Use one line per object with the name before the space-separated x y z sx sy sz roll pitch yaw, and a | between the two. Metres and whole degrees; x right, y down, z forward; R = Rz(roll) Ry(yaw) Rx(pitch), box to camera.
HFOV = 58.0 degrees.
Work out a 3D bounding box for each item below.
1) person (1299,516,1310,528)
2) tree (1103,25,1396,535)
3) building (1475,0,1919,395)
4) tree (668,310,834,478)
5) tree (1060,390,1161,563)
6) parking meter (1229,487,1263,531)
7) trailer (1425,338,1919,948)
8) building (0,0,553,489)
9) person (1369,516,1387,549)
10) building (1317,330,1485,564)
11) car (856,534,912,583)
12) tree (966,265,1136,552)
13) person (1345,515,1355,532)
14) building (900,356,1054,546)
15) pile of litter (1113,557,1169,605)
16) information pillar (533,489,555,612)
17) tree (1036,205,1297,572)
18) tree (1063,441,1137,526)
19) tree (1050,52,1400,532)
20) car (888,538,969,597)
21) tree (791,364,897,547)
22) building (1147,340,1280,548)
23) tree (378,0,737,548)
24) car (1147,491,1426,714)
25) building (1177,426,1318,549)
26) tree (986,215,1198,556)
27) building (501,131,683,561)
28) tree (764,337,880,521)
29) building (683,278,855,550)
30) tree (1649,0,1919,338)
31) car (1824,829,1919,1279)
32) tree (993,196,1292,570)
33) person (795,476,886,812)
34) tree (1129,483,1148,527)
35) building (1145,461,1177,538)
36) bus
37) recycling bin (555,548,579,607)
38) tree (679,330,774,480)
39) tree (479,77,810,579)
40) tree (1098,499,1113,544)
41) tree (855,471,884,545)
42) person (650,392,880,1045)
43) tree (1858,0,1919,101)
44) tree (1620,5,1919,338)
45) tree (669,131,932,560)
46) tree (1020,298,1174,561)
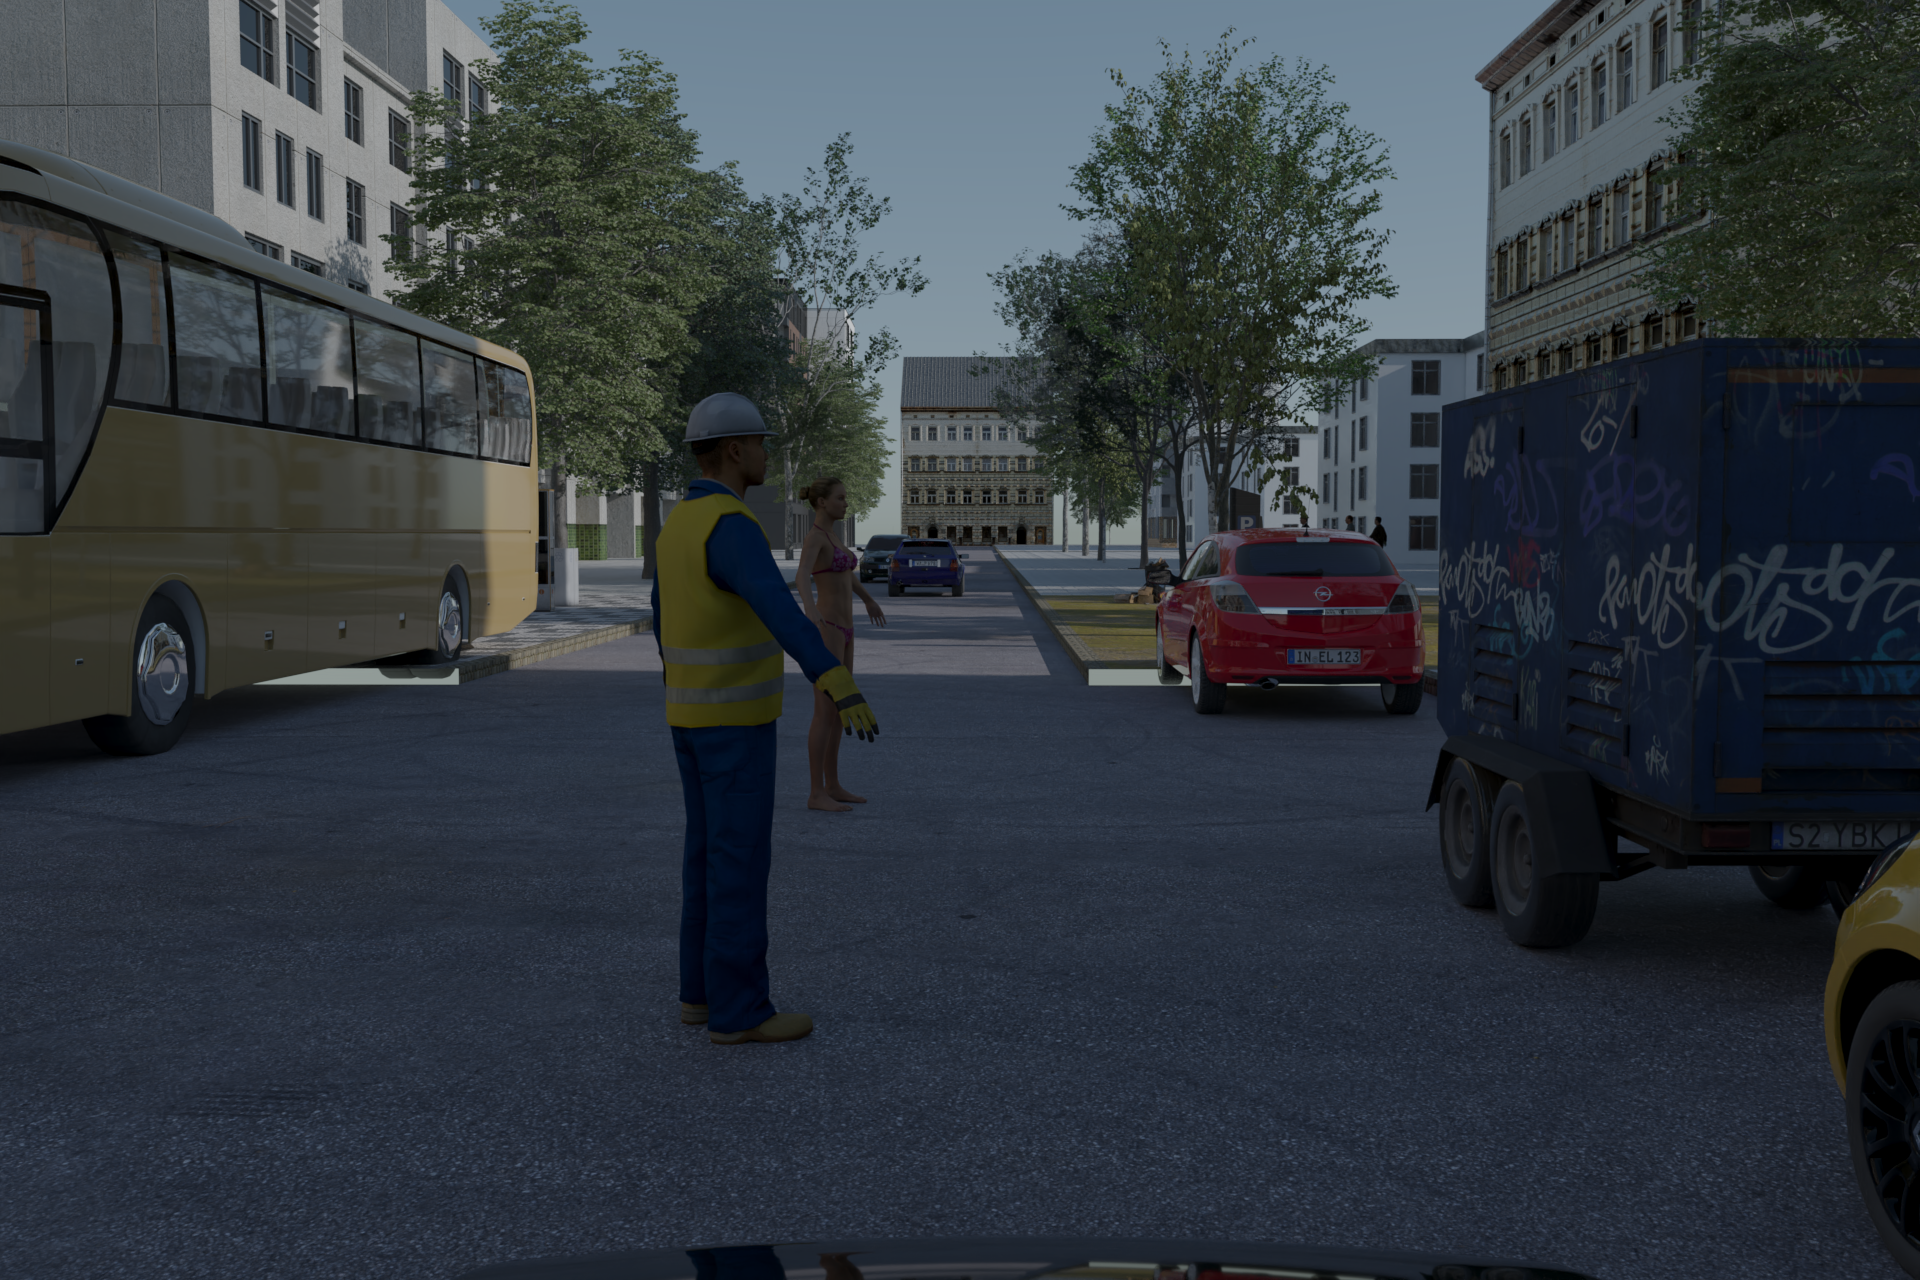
person | 9.467 -2.561 47.810 0.705 1.837 1.347 -1 4 -9
tree | 3.914 -4.604 25.637 4.737 8.622 4.395 0 3 0
building | 26.615 -13.293 48.266 19.493 23.208 18.063 0 4 1
tree | -8.707 -8.266 69.567 8.767 10.594 7.601 1 4 19
tree | 6.610 -7.698 76.226 4.737 8.622 4.395 0 3 0
parking meter | 3.574 -0.975 21.657 0.399 1.863 0.255 0 4 1
trailer | 2.622 0.002 7.024 1.471 1.999 3.904 0 4 0
building | -25.572 -11.623 56.497 16.747 18.905 31.486 0 4 1
person | 12.520 -2.806 52.008 0.704 1.812 1.346 3 5 41
building | 22.387 -8.102 74.609 9.099 9.664 28.070 0 4 1
car | -2.085 -2.596 52.230 2.009 1.686 4.222 0 4 0
tree | 6.823 -16.283 122.108 12.611 20.169 13.585 0 3 0
person | 10.554 -2.495 47.069 0.705 1.796 1.348 2 4 24
building | 2.100 -23.225 213.110 18.063 23.208 19.493 0 4 0
pile of litter | 3.433 -1.118 32.237 1.176 0.858 1.719 0 4 1
information pillar | -6.857 -1.468 28.500 0.304 2.012 0.304 0 4 2
tree | 6.122 -7.027 49.307 7.601 10.594 8.767 2 4 25
tree | 17.052 -18.353 206.729 9.857 13.997 8.962 0 3 0
tree | 5.856 -6.908 38.695 9.928 11.665 9.643 0 3 0
car | -0.765 -1.735 40.942 1.945 1.354 3.894 0 4 1
tree | -7.937 -12.080 115.630 7.486 12.596 7.792 0 3 0
building | 24.159 -19.541 175.920 16.016 20.090 11.380 0 4 1
tree | -8.778 -7.310 37.650 7.486 12.596 7.792 0 3 0
car | 2.775 -0.380 15.256 2.155 1.783 4.494 0 4 1
building | 24.551 -12.614 148.388 9.099 9.664 28.070 0 4 1
tree | 8.179 -14.947 100.279 12.611 20.169 13.585 0 3 0
building | -25.745 -13.806 92.179 16.747 18.905 31.486 0 4 0
tree | -8.318 -11.167 100.715 7.486 12.596 7.792 0 3 0
building | -24.283 -19.002 154.661 27.936 21.610 32.646 0 3 0
tree | 13.604 -6.498 24.370 7.486 12.596 7.792 0 3 0
car | 2.634 0.498 2.088 2.015 1.641 3.980 0 4 1
tree | 6.705 -9.307 62.532 12.009 13.543 11.850 0 3 0
person | -0.607 0.011 9.075 0.721 1.733 1.217 1 4 13
tree | 23.291 -16.116 213.852 4.360 8.622 3.978 0 3 0
building | 25.615 -20.582 192.943 16.016 20.090 11.380 0 4 1
bus | -6.319 -1.400 14.441 2.896 3.916 12.252 0 4 1
recycling bin | -7.257 -1.125 30.950 0.722 1.027 0.722 0 4 2
tree | -9.346 -6.815 61.794 4.360 8.622 3.978 0 3 0
tree | -8.714 -8.716 49.156 9.857 13.997 8.962 0 3 0
tree | 18.753 -16.114 213.819 4.360 8.622 3.978 0 3 0
tree | -13.164 -17.339 209.255 9.928 11.665 9.643 0 3 0
person | -0.642 0.210 4.989 0.705 1.833 1.349 -2 4 -30
tree | 8.424 -6.061 9.460 12.009 13.543 11.850 0 3 0
tree | 17.258 -6.675 34.890 9.928 11.665 9.643 0 3 0
tree | -7.771 -13.871 82.679 12.611 20.169 13.585 0 3 0
tree | 6.594 -10.148 84.050 7.486 12.596 7.792 0 3 0
